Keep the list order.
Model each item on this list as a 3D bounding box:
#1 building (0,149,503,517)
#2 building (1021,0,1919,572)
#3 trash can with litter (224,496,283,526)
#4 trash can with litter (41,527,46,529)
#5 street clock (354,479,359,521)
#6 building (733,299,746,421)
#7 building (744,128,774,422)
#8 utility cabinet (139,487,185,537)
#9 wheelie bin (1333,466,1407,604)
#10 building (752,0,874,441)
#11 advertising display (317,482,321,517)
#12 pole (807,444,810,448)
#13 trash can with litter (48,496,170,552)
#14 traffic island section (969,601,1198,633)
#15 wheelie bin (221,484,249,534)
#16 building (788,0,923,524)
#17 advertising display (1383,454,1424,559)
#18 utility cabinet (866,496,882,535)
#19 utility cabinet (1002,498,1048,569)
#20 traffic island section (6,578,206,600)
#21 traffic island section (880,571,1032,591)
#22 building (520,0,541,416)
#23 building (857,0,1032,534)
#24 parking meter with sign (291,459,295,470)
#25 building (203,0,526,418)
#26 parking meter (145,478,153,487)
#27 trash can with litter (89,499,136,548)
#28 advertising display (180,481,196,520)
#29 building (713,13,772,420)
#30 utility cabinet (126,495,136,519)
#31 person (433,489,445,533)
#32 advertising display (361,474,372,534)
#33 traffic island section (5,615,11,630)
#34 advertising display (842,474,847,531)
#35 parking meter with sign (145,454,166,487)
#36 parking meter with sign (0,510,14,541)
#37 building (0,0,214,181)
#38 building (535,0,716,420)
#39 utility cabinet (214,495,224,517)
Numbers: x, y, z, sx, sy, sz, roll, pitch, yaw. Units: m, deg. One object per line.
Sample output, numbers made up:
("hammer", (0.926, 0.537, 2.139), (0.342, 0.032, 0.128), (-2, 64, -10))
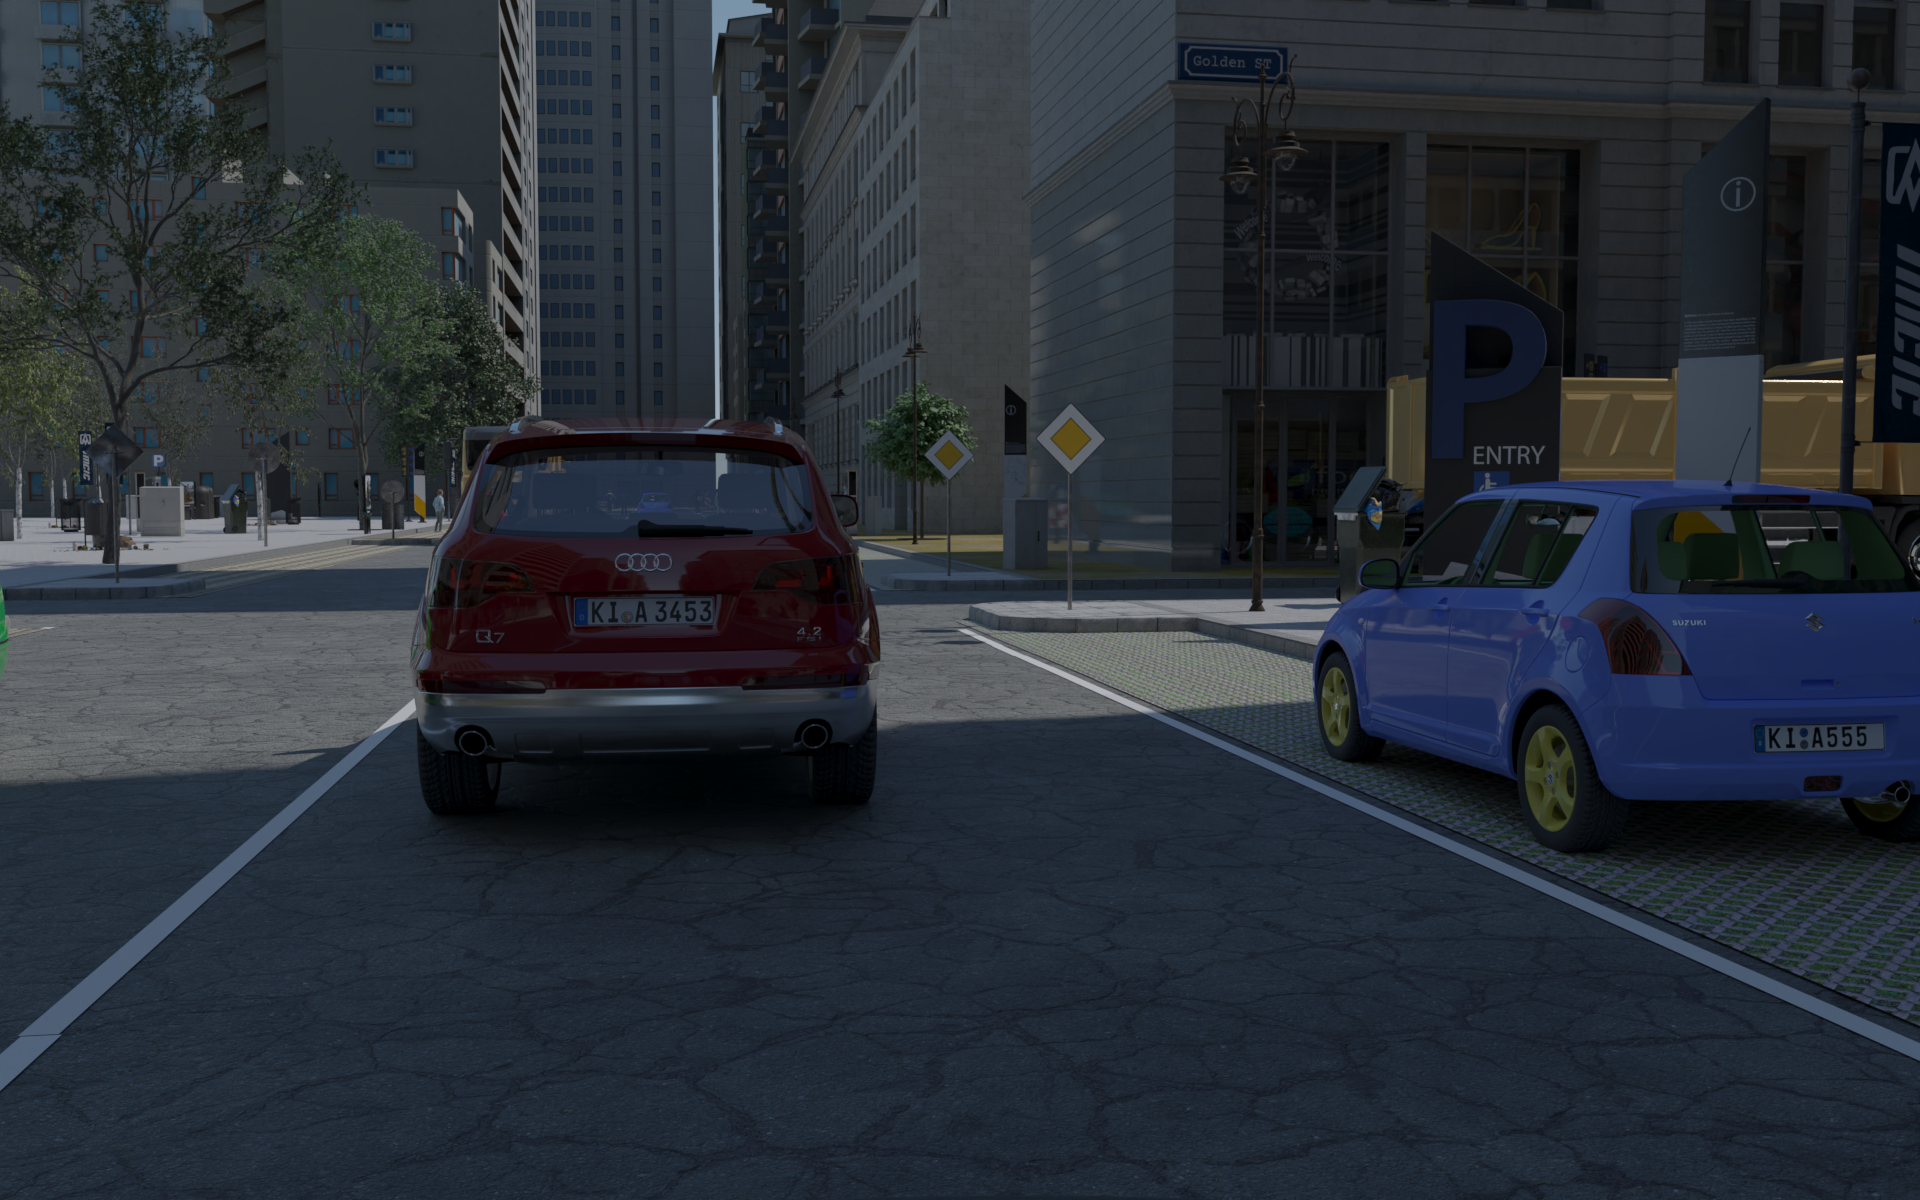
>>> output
("building", (-44.551, -16.222, 110.262), (27.650, 21.520, 28.899), (-1, 4, -10))
("building", (17.044, -15.778, 35.459), (29.804, 29.767, 11.434), (-1, 4, -10))
("trash can with litter", (-28.701, -3.628, 70.381), (2.233, 1.210, 1.678), (-1, 4, -23))
("trash can with litter", (-33.406, -3.315, 65.253), (2.233, 1.210, 1.678), (-1, 4, -9))
("street clock", (-28.793, -4.800, 83.053), (0.471, 2.002, 0.358), (1, 4, 9))
("building", (-6.780, -19.484, 163.597), (27.650, 21.520, 28.899), (-1, 4, -10))
("building", (-10.518, -22.572, 140.749), (14.160, 30.474, 14.107), (-1, 4, -10))
("utility cabinet", (-23.741, -2.621, 51.527), (1.173, 1.500, 0.318), (0, 4, -3))
("wheelie bin", (4.747, -0.743, 20.051), (0.693, 1.594, 0.980), (-1, 4, -14))
("building", (-2.731, -28.397, 118.910), (22.147, 44.769, 28.867), (-1, 4, -10))
("advertising display", (-35.659, -5.578, 96.415), (0.123, 1.923, 0.974), (-1, 4, -17))
("pole", (-6.268, -4.732, 71.204), (0.158, 3.312, 0.155), (0, 3, 0))
("trash can with litter", (-19.234, -1.731, 39.367), (2.233, 1.210, 1.678), (-1, 4, -11))
("traffic island section", (1.235, 0.189, 19.197), (2.009, 0.180, 2.903), (-1, 4, -10))
("wheelie bin", (-23.460, -2.945, 56.066), (0.980, 1.594, 0.693), (3, 5, 42))
("building", (0.553, -15.575, 87.939), (16.112, 22.955, 30.059), (-1, 4, -10))
("advertising display", (7.225, -1.388, 27.902), (0.974, 1.923, 0.123), (-2, 4, -24))
("utility cabinet", (-2.732, -2.672, 54.841), (0.306, 1.237, 1.020), (1, 4, 11))
("utility cabinet", (1.139, -1.148, 29.926), (0.306, 1.237, 1.020), (2, 4, 35))
("traffic island section", (-12.161, -0.163, 24.952), (2.009, 0.180, 2.903), (-1, 4, -10))
("traffic island section", (-0.154, -0.292, 27.061), (2.009, 0.180, 2.903), (-1, 4, -10))
("building", (-50.112, -44.123, 159.663), (20.611, 71.187, 20.563), (-1, 4, -10))
("building", (2.355, -12.832, 64.559), (10.420, 20.320, 16.860), (-1, 4, -10))
("parking meter with sign", (-33.260, -5.425, 84.955), (0.543, 3.016, 1.738), (0, 4, 5))
("building", (-45.824, -31.276, 135.065), (21.300, 48.544, 21.600), (-1, 4, -10))
("parking meter", (-29.415, -3.481, 62.625), (0.255, 1.863, 0.399), (3, 4, 39))
("trash can with litter", (-20.348, -1.848, 41.600), (1.055, 1.170, 0.624), (0, 4, 5))
("advertising display", (-38.235, -4.921, 85.675), (0.974, 1.923, 0.123), (1, 4, 16))
("building", (-14.419, -37.388, 200.526), (27.495, 52.752, 28.713), (-1, 4, -10))
("utility cabinet", (-41.780, -4.697, 87.963), (1.020, 1.237, 0.306), (-2, 4, -29))
("person", (-19.250, -3.291, 64.115), (0.330, 1.601, 0.589), (-3, 5, -44))
("advertising display", (-19.059, -3.085, 55.649), (0.123, 1.923, 0.974), (-1, 4, -9))
("traffic island section", (-10.772, 0.318, 17.089), (2.009, 0.180, 2.903), (-1, 4, -10))
("advertising display", (-3.632, -3.068, 55.372), (0.123, 1.923, 0.974), (-1, 4, -11))
("parking meter with sign", (-35.138, -4.838, 75.369), (0.543, 3.016, 1.738), (0, 4, -5))
("parking meter with sign", (-26.342, -3.066, 46.392), (0.543, 3.016, 1.738), (2, 4, 33))
("building", (-75.619, -32.643, 153.315), (30.456, 49.044, 23.786), (-1, 4, -10))
("building", (-41.673, -39.718, 191.391), (28.212, 58.520, 21.231), (-1, 4, -10))
("utility cabinet", (-40.649, -5.155, 95.446), (0.306, 1.237, 1.020), (2, 4, 32))
